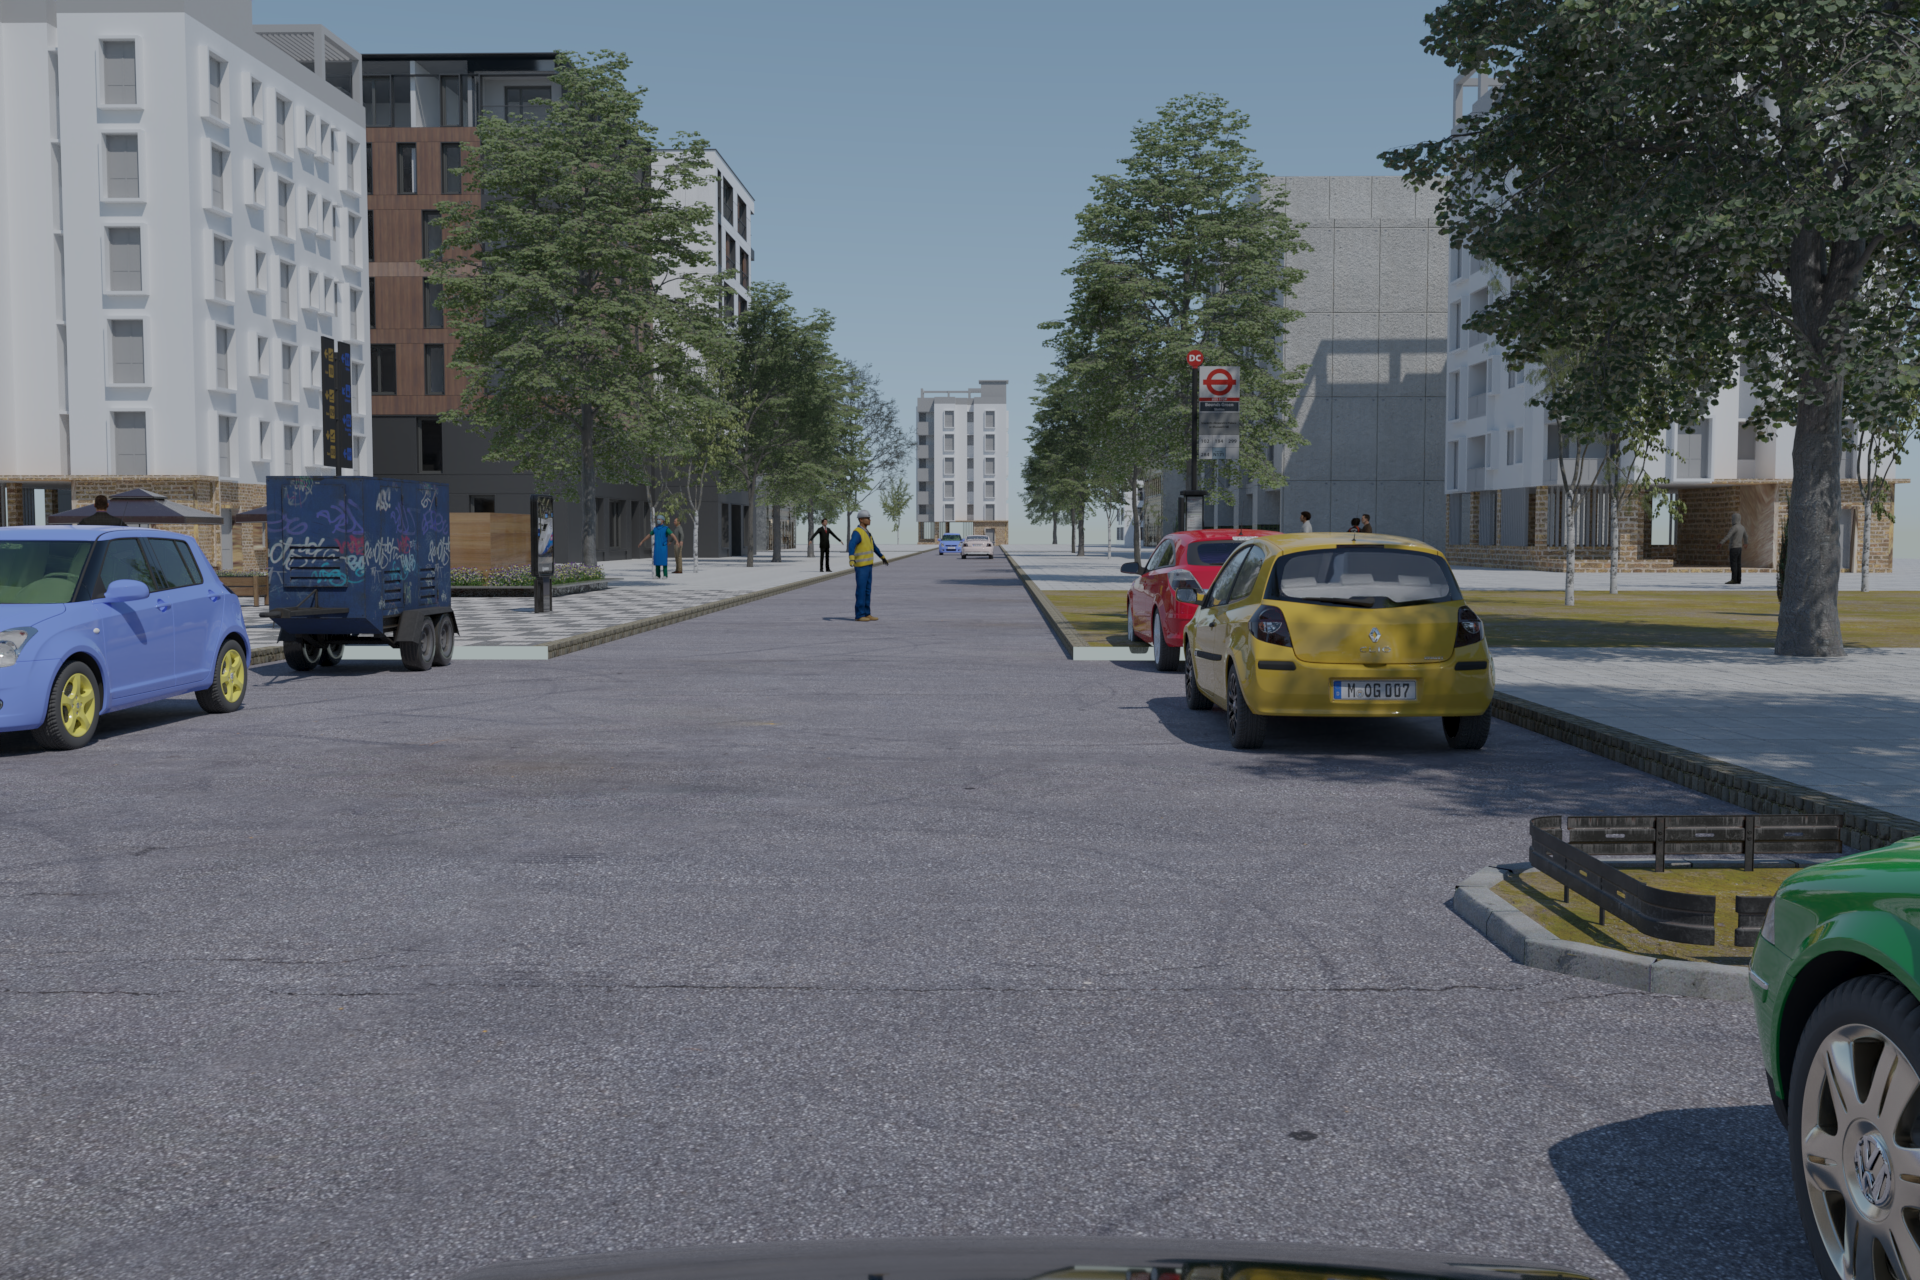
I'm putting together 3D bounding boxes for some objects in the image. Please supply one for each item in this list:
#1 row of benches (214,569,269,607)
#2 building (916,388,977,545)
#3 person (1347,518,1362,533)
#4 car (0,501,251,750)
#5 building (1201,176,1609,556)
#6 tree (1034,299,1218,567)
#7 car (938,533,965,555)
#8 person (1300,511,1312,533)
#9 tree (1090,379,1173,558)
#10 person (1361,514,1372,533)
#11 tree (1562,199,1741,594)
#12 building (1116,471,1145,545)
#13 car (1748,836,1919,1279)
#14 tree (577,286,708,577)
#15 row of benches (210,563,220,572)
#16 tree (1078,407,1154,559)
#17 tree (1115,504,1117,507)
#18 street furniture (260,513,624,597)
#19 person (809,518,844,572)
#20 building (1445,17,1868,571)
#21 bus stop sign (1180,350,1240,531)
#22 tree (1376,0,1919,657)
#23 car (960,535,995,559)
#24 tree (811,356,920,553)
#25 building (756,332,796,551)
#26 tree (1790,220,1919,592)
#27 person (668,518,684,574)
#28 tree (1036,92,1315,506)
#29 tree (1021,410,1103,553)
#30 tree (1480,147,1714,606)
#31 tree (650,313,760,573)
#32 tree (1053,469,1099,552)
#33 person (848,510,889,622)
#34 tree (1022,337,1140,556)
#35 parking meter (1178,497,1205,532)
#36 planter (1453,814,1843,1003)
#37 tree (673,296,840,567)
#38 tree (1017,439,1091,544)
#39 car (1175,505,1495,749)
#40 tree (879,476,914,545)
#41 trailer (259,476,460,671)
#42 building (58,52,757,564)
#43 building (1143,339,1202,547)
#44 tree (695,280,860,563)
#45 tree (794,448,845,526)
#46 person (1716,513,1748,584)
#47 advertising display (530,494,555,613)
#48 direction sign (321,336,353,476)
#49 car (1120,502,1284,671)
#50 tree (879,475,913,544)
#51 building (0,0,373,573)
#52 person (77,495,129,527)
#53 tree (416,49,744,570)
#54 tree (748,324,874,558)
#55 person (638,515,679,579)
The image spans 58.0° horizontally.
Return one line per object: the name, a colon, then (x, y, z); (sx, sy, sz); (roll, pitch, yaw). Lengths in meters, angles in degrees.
row of benches: (-12.782, -0.929, 30.657); (4.104, 0.672, 1.422); (0, 4, -4)
building: (-4.968, -21.843, 216.006); (11.380, 20.090, 16.016); (0, 4, -8)
person: (13.196, -3.152, 57.675); (1.345, 1.843, 0.704); (3, 5, 42)
car: (-6.677, -0.185, 12.614); (1.945, 1.707, 3.694); (0, 4, 1)
building: (23.401, -13.930, 94.215); (16.747, 18.905, 31.486); (0, 4, 1)
tree: (6.178, -7.871, 63.096); (7.601, 10.594, 8.767); (0, 4, 0)
car: (-0.560, -6.661, 118.495); (1.945, 1.707, 3.694); (0, 4, 1)
person: (7.905, -2.056, 39.802); (0.705, 1.806, 1.347); (1, 4, 14)
tree: (7.538, -7.405, 71.442); (4.360, 8.622, 3.978); (0, 3, 0)
person: (10.657, -2.415, 45.629); (0.704, 1.812, 1.346); (1, 4, 10)
tree: (14.159, -5.286, 36.781); (4.737, 8.622, 4.395); (0, 3, 0)
building: (22.875, -15.416, 194.190); (9.099, 9.664, 28.070); (0, 4, 1)
car: (2.439, 0.441, 1.588); (1.959, 1.807, 4.718); (0, 3, 0)
tree: (-8.958, -6.167, 51.196); (4.360, 8.622, 3.978); (0, 3, 0)
row of benches: (-18.936, -1.483, 39.710); (4.104, 0.672, 1.422); (1, 4, 15)
tree: (7.470, -8.402, 87.731); (4.360, 8.622, 3.978); (0, 3, 0)
tree: (22.620, -17.085, 213.750); (7.601, 10.594, 8.767); (0, 4, -1)
street furniture: (-11.094, -1.856, 37.205); (11.010, 1.723, 9.812); (0, 4, 0)
person: (-4.551, -3.196, 58.440); (1.347, 1.806, 0.705); (-2, 4, -34)
building: (25.117, -13.036, 69.559); (16.016, 20.090, 11.380); (0, 4, 1)
bus stop sign: (3.622, -2.231, 25.184); (0.855, 3.939, 0.416); (0, 4, 2)
tree: (8.971, -6.816, 18.091); (9.857, 13.997, 8.962); (0, 3, 0)
car: (1.009, -5.383, 100.369); (2.083, 1.381, 4.827); (0, 4, 1)
tree: (-7.591, -12.757, 118.939); (12.009, 13.543, 11.850); (0, 3, 0)
building: (-23.872, -19.046, 142.334); (19.493, 23.208, 18.063); (0, 4, 1)
tree: (20.355, -5.372, 38.194); (4.737, 8.622, 4.395); (0, 3, 0)
person: (-9.165, -3.051, 56.148); (0.705, 1.796, 1.348); (-2, 4, -27)
tree: (5.742, -7.784, 45.399); (7.486, 12.596, 7.792); (0, 3, 0)
tree: (7.319, -11.090, 115.729); (7.601, 10.594, 8.767); (-3, 4, -36)
tree: (10.947, -4.937, 31.088); (4.360, 8.622, 3.978); (0, 3, 0)
tree: (-8.708, -6.529, 57.116); (4.737, 8.622, 4.395); (0, 3, 0)
tree: (8.492, -10.630, 124.169); (4.737, 8.622, 4.395); (0, 3, 0)
person: (-1.556, -1.227, 28.493); (0.705, 1.833, 1.349); (1, 4, 23)
tree: (7.189, -11.105, 99.689); (7.486, 12.596, 7.792); (0, 3, 0)
parking meter: (3.667, -1.332, 27.493); (0.399, 1.863, 0.255); (0, 4, 0)
planter: (2.872, 0.913, 6.211); (1.991, 0.319, 1.994); (0, 4, 1)
tree: (-7.877, -8.113, 67.054); (7.601, 10.594, 8.767); (-3, 5, -43)
tree: (11.956, -18.913, 215.876); (9.857, 13.997, 8.962); (0, 3, 0)
car: (2.681, -0.168, 12.970); (2.015, 1.641, 3.980); (0, 4, 1)
tree: (-7.796, -15.975, 211.555); (4.737, 8.622, 4.395); (0, 3, 0)
trailer: (-6.291, -0.652, 17.708); (1.471, 1.999, 3.904); (0, 4, 1)
building: (-26.911, -15.073, 90.417); (27.936, 21.610, 32.646); (0, 4, 2)
building: (28.088, -20.671, 168.906); (19.493, 23.208, 18.063); (0, 4, 1)
tree: (-8.407, -9.796, 78.299); (7.486, 12.596, 7.792); (0, 3, 0)
tree: (-18.136, -18.646, 211.514); (9.857, 13.997, 8.962); (0, 3, 0)
person: (19.799, -2.333, 44.272); (1.348, 1.813, 0.705); (-3, 4, -36)
advertising display: (-6.841, -1.417, 28.390); (0.123, 1.923, 0.974); (0, 4, 2)
direction sign: (-7.280, -1.732, 20.308); (0.379, 3.537, 0.876); (0, 3, 0)
car: (2.934, -0.645, 19.580); (2.155, 1.783, 4.494); (0, 4, 0)
tree: (-7.980, -16.253, 216.095); (4.737, 8.622, 4.395); (0, 3, 0)
building: (-28.403, -12.154, 55.144); (16.016, 20.090, 11.380); (0, 4, 1)
person: (-11.437, -1.033, 23.117); (1.346, 1.802, 0.704); (-2, 4, -25)
tree: (-8.835, -7.499, 40.740); (7.486, 12.596, 7.792); (0, 3, 0)
tree: (-8.554, -10.759, 94.043); (7.486, 12.596, 7.792); (0, 3, 0)
person: (-8.494, -2.627, 49.081); (1.347, 1.817, 0.704); (1, 4, 23)
